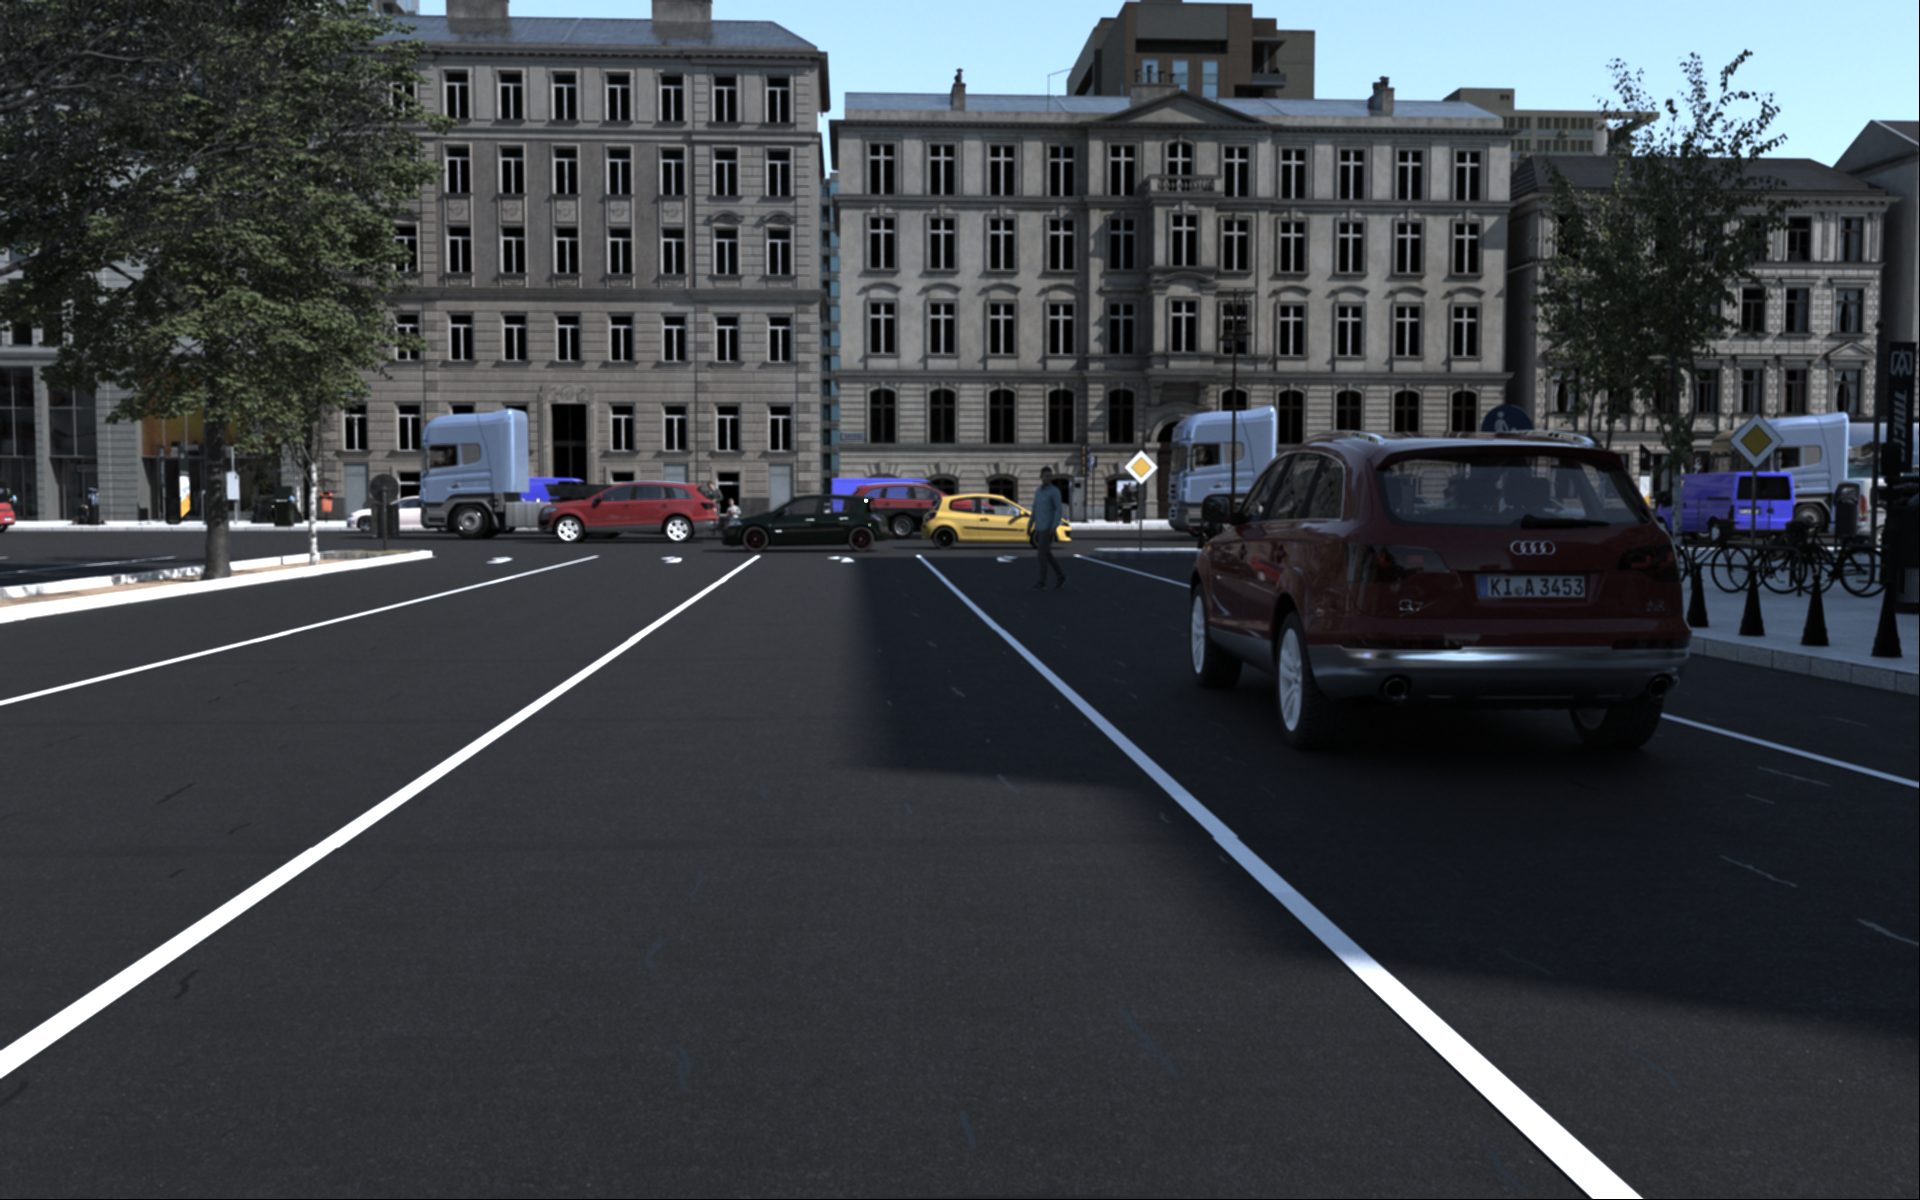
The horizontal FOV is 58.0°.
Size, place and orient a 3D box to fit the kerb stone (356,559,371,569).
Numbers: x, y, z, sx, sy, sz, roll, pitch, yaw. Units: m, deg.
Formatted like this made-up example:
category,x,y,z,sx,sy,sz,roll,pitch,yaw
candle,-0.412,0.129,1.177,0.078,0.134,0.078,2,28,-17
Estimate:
category,x,y,z,sx,sy,sz,roll,pitch,yaw
kerb stone,-11.602,-0.685,33.391,0.120,0.150,1.000,0,4,-4

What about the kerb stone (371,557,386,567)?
category,x,y,z,sx,sy,sz,roll,pitch,yaw
kerb stone,-11.664,-0.747,34.419,0.120,0.150,1.000,0,4,-4

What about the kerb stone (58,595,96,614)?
category,x,y,z,sx,sy,sz,roll,pitch,yaw
kerb stone,-10.831,0.071,21.081,0.120,0.150,1.000,0,4,-4

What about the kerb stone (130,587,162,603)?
category,x,y,z,sx,sy,sz,roll,pitch,yaw
kerb stone,-10.954,-0.052,23.130,0.120,0.150,1.000,0,4,-4

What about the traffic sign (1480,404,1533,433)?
category,x,y,z,sx,sy,sz,roll,pitch,yaw
traffic sign,7.774,-1.506,24.726,0.768,2.556,0.104,0,4,-2

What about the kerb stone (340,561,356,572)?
category,x,y,z,sx,sy,sz,roll,pitch,yaw
kerb stone,-11.542,-0.621,32.366,0.120,0.150,1.000,0,4,-4

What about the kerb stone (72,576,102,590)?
category,x,y,z,sx,sy,sz,roll,pitch,yaw
kerb stone,-13.257,-0.239,26.106,0.120,0.150,1.000,0,4,-4

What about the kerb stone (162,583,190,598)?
category,x,y,z,sx,sy,sz,roll,pitch,yaw
kerb stone,-11.027,-0.117,24.154,0.120,0.150,1.000,0,4,-4

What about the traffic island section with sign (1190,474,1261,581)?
category,x,y,z,sx,sy,sz,roll,pitch,yaw
traffic island section with sign,4.838,-1.202,28.288,1.989,1.847,2.006,0,4,-4

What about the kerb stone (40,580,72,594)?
category,x,y,z,sx,sy,sz,roll,pitch,yaw
kerb stone,-13.182,-0.173,25.079,0.120,0.150,1.000,0,4,-4

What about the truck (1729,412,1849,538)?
category,x,y,z,sx,sy,sz,roll,pitch,yaw
truck,34.603,-4.187,58.224,18.799,4.110,2.967,0,4,-5

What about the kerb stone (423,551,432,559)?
category,x,y,z,sx,sy,sz,roll,pitch,yaw
kerb stone,-11.930,-0.999,38.535,0.120,0.150,1.000,0,4,-4

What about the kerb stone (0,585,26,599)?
category,x,y,z,sx,sy,sz,roll,pitch,yaw
kerb stone,-13.114,-0.114,24.053,0.120,0.150,1.000,0,4,-4

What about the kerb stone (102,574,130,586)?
category,x,y,z,sx,sy,sz,roll,pitch,yaw
kerb stone,-13.315,-0.302,27.137,0.120,0.150,1.000,0,4,-4

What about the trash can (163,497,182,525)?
category,x,y,z,sx,sy,sz,roll,pitch,yaw
trash can,-33.183,-3.755,73.040,0.748,1.137,0.748,0,3,0

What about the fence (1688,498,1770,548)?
category,x,y,z,sx,sy,sz,roll,pitch,yaw
fence,17.974,-1.778,40.270,0.480,1.192,2.264,-1,4,-21

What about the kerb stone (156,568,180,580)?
category,x,y,z,sx,sy,sz,roll,pitch,yaw
kerb stone,-13.449,-0.422,29.205,0.120,0.150,1.000,0,4,-4

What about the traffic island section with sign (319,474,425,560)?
category,x,y,z,sx,sy,sz,roll,pitch,yaw
traffic island section with sign,-12.982,-1.862,38.586,2.006,1.907,1.989,0,4,-4

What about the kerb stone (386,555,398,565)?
category,x,y,z,sx,sy,sz,roll,pitch,yaw
kerb stone,-11.738,-0.808,35.446,0.120,0.150,1.000,0,4,-4

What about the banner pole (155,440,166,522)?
category,x,y,z,sx,sy,sz,roll,pitch,yaw
banner pole,-36.787,-5.489,79.755,0.863,3.779,0.401,3,4,36

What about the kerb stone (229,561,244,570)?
category,x,y,z,sx,sy,sz,roll,pitch,yaw
kerb stone,-13.637,-0.617,32.290,0.120,0.150,1.000,0,4,-4

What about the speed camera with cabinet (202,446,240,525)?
category,x,y,z,sx,sy,sz,roll,pitch,yaw
speed camera with cabinet,-30.621,-4.731,71.693,2.038,3.252,0.660,3,4,39

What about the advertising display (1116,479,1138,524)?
category,x,y,z,sx,sy,sz,roll,pitch,yaw
advertising display,7.286,-4.299,75.498,0.974,1.923,0.123,1,4,11

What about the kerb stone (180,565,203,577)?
category,x,y,z,sx,sy,sz,roll,pitch,yaw
kerb stone,-13.513,-0.485,30.231,0.120,0.150,1.000,0,4,-4

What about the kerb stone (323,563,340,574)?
category,x,y,z,sx,sy,sz,roll,pitch,yaw
kerb stone,-11.479,-0.559,31.337,0.120,0.150,1.000,0,4,-4

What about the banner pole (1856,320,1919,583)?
category,x,y,z,sx,sy,sz,roll,pitch,yaw
banner pole,13.445,-2.142,25.046,0.863,3.779,0.401,-1,4,-13

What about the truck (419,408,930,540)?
category,x,y,z,sx,sy,sz,roll,pitch,yaw
truck,-8.307,-4.023,55.533,18.799,4.110,2.967,0,4,-2

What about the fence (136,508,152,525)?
category,x,y,z,sx,sy,sz,roll,pitch,yaw
fence,-34.648,-3.558,73.548,0.278,0.683,2.069,-1,4,-16

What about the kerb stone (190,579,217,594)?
category,x,y,z,sx,sy,sz,roll,pitch,yaw
kerb stone,-11.086,-0.182,25.178,0.120,0.150,1.000,0,4,-4

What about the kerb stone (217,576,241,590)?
category,x,y,z,sx,sy,sz,roll,pitch,yaw
kerb stone,-11.150,-0.242,26.203,0.120,0.150,1.000,0,4,-4

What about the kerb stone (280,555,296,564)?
category,x,y,z,sx,sy,sz,roll,pitch,yaw
kerb stone,-13.836,-0.806,35.380,0.120,0.150,1.000,0,4,-4

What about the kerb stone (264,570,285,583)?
category,x,y,z,sx,sy,sz,roll,pitch,yaw
kerb stone,-11.287,-0.371,28.259,0.120,0.150,1.000,0,4,-4

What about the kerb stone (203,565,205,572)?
category,x,y,z,sx,sy,sz,roll,pitch,yaw
kerb stone,-13.564,-0.554,31.260,0.120,0.150,1.000,0,4,-4

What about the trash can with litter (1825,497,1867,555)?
category,x,y,z,sx,sy,sz,roll,pitch,yaw
trash can with litter,18.565,-1.591,37.078,2.233,1.210,1.678,-1,4,-17

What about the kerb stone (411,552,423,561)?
category,x,y,z,sx,sy,sz,roll,pitch,yaw
kerb stone,-11.866,-0.935,37.511,0.120,0.150,1.000,0,4,-4

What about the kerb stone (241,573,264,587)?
category,x,y,z,sx,sy,sz,roll,pitch,yaw
kerb stone,-11.219,-0.308,27.227,0.120,0.150,1.000,0,4,-4

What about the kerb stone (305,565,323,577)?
category,x,y,z,sx,sy,sz,roll,pitch,yaw
kerb stone,-11.402,-0.497,30.314,0.120,0.150,1.000,0,4,-4

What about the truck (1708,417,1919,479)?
category,x,y,z,sx,sy,sz,roll,pitch,yaw
truck,32.830,-4.583,63.852,11.283,4.237,2.839,0,4,-2

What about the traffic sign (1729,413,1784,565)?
category,x,y,z,sx,sy,sz,roll,pitch,yaw
traffic sign,11.315,-1.438,24.693,0.795,2.450,0.064,0,4,-3

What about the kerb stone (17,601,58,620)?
category,x,y,z,sx,sy,sz,roll,pitch,yaw
kerb stone,-10.768,0.131,20.056,0.120,0.150,1.000,0,4,-4

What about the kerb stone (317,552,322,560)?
category,x,y,z,sx,sy,sz,roll,pitch,yaw
kerb stone,-13.958,-0.932,37.430,0.120,0.150,1.000,0,4,-4

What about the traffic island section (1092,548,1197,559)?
category,x,y,z,sx,sy,sz,roll,pitch,yaw
traffic island section,4.129,-1.048,39.420,2.009,0.180,2.903,0,4,-4

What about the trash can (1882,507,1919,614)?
category,x,y,z,sx,sy,sz,roll,pitch,yaw
trash can,10.322,-0.427,18.628,0.748,1.137,0.748,0,3,0

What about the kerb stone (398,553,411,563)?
category,x,y,z,sx,sy,sz,roll,pitch,yaw
kerb stone,-11.799,-0.872,36.473,0.120,0.150,1.000,0,4,-4

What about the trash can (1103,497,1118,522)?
category,x,y,z,sx,sy,sz,roll,pitch,yaw
trash can,6.993,-4.187,80.109,0.748,1.137,0.748,0,3,0

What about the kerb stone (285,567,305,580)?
category,x,y,z,sx,sy,sz,roll,pitch,yaw
kerb stone,-11.343,-0.434,29.286,0.120,0.150,1.000,0,4,-4

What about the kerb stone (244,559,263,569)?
category,x,y,z,sx,sy,sz,roll,pitch,yaw
kerb stone,-13.702,-0.681,33.325,0.120,0.150,1.000,0,4,-4

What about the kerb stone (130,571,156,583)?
category,x,y,z,sx,sy,sz,roll,pitch,yaw
kerb stone,-13.380,-0.356,28.177,0.120,0.150,1.000,0,4,-4

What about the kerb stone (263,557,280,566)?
category,x,y,z,sx,sy,sz,roll,pitch,yaw
kerb stone,-13.771,-0.744,34.355,0.120,0.150,1.000,0,4,-4

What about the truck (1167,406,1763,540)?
category,x,y,z,sx,sy,sz,roll,pitch,yaw
truck,15.242,-3.920,53.850,18.799,4.110,2.967,0,4,-2

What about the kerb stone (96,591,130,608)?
category,x,y,z,sx,sy,sz,roll,pitch,yaw
kerb stone,-10.900,0.007,22.105,0.120,0.150,1.000,0,4,-4

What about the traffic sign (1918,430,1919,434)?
category,x,y,z,sx,sy,sz,roll,pitch,yaw
traffic sign,8.934,-0.941,15.382,0.884,2.594,0.081,0,4,2

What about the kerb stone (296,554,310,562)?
category,x,y,z,sx,sy,sz,roll,pitch,yaw
kerb stone,-13.899,-0.867,36.404,0.120,0.150,1.000,0,4,-4

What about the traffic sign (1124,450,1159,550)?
category,x,y,z,sx,sy,sz,roll,pitch,yaw
traffic sign,4.106,-2.183,39.341,0.795,2.450,0.064,0,4,-4
